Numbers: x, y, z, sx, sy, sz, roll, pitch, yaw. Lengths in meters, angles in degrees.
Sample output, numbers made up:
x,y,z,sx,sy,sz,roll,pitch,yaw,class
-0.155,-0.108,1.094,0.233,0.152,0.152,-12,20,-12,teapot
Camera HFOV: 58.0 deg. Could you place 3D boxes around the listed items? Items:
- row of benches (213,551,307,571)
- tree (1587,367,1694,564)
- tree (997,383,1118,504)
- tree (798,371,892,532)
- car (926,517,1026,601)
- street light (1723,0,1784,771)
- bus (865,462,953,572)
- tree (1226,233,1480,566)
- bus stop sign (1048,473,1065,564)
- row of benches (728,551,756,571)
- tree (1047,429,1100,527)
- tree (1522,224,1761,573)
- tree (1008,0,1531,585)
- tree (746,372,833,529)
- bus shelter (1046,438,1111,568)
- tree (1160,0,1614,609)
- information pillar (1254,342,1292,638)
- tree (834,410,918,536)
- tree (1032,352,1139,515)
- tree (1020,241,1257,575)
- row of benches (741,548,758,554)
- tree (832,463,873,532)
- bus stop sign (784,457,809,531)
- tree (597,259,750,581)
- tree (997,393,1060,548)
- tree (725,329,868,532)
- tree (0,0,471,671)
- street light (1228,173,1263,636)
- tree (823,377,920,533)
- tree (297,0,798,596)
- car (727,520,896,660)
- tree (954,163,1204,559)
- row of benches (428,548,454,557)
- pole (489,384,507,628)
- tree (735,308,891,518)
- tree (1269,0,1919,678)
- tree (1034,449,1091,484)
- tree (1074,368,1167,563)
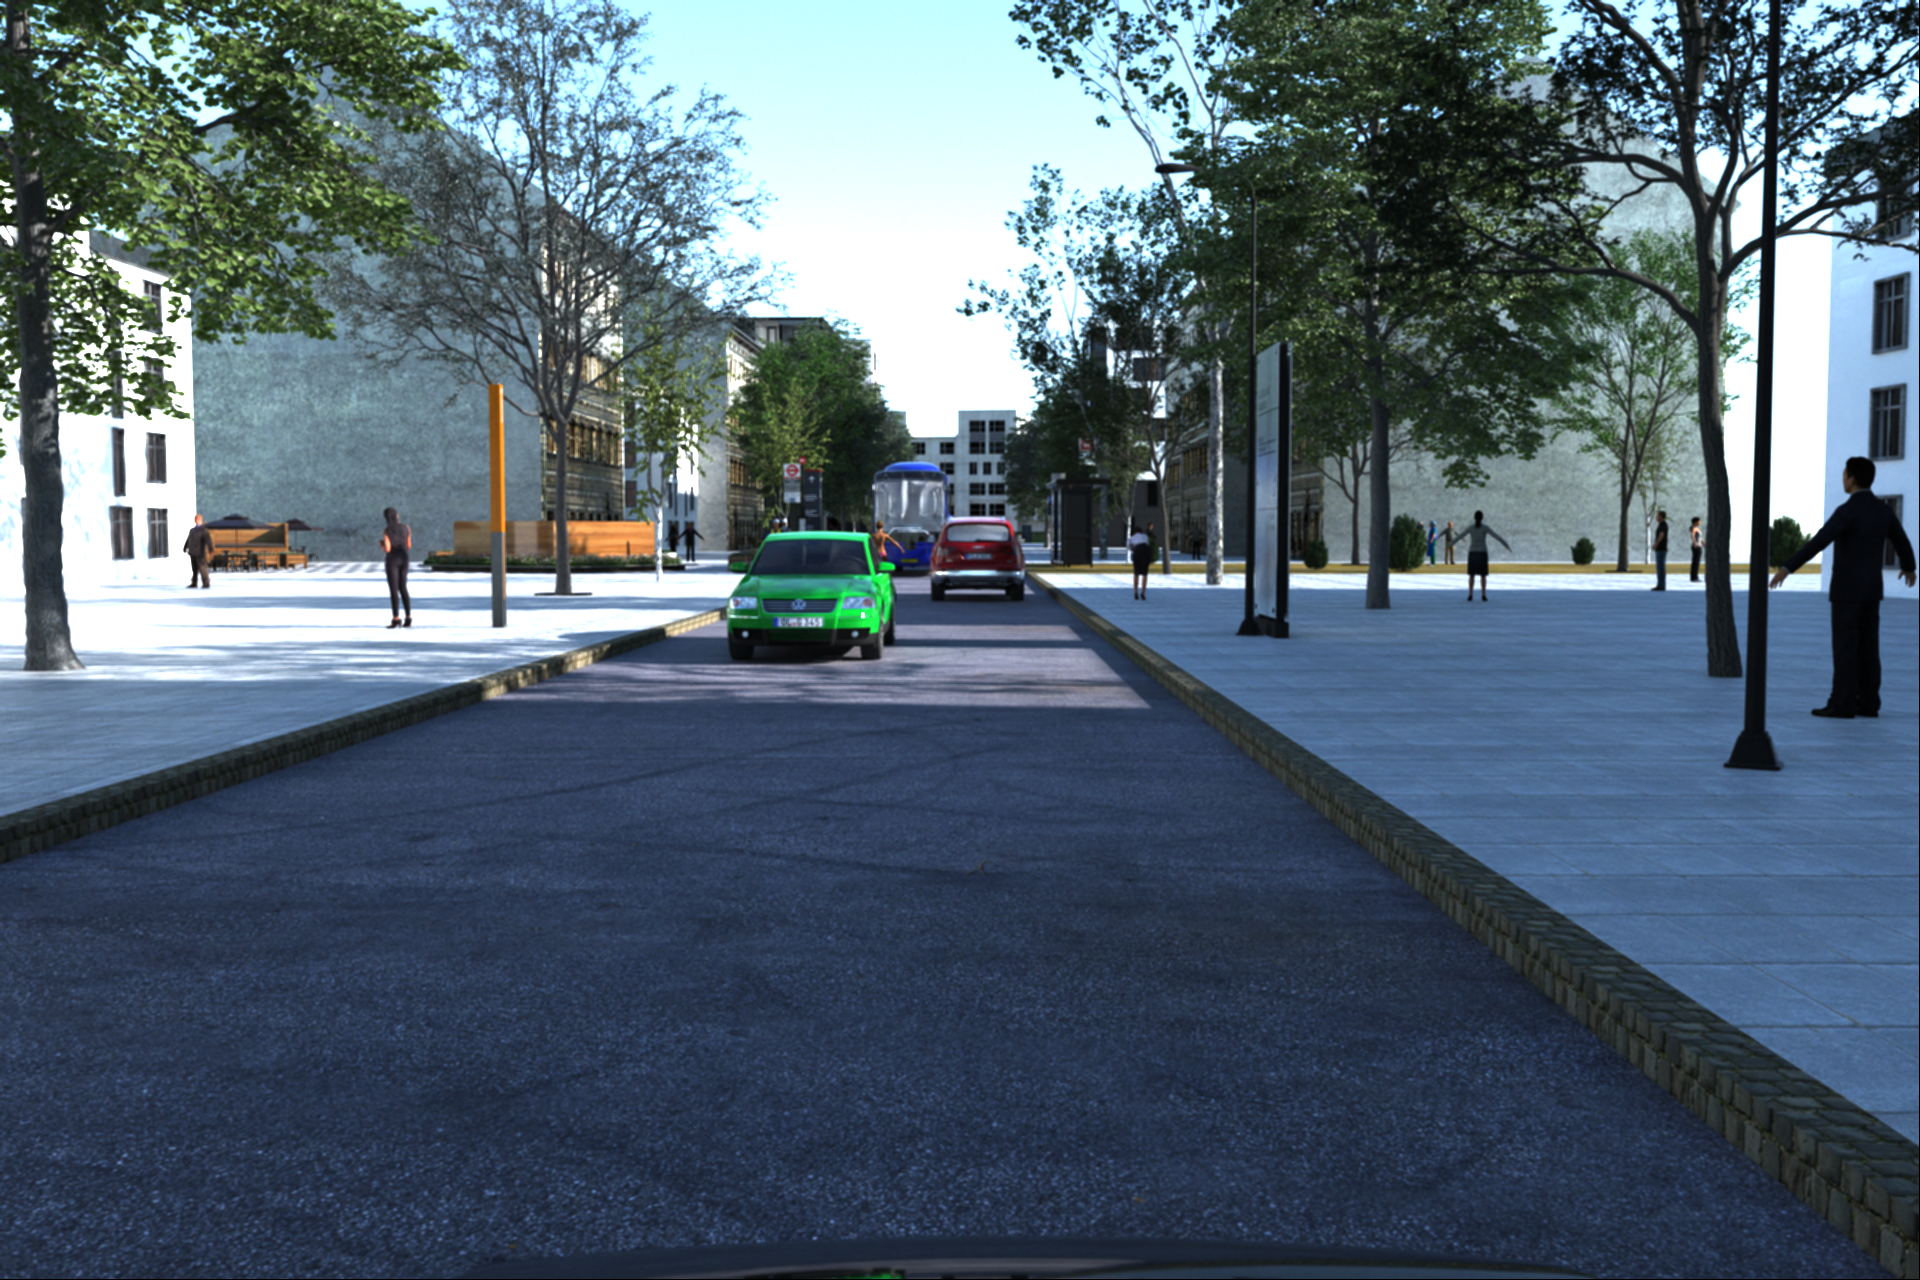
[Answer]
x,y,z,sx,sy,sz,roll,pitch,yaw,class
-25.004,-2.856,62.162,1.422,0.672,4.104,1,4,21,row of benches
29.650,-7.563,74.012,4.360,8.622,3.978,0,3,0,tree
7.891,-13.879,137.286,12.009,13.543,11.850,0,3,0,tree
-8.071,-12.088,115.764,7.486,12.596,7.792,0,3,0,tree
0.366,-1.845,38.840,2.281,1.827,5.304,0,4,0,car
4.922,-2.252,9.363,1.470,5.913,1.316,0,4,1,street light
-1.650,-4.366,62.928,2.896,3.916,12.251,0,4,0,bus
16.138,-9.813,70.807,12.009,13.543,11.850,0,3,0,tree
4.251,-5.268,75.140,0.837,3.901,0.837,0,4,0,bus stop sign
-7.711,-2.808,61.370,1.422,0.672,4.104,0,4,-2,row of benches
7.683,-10.219,117.448,4.737,8.622,4.395,0,3,0,tree
22.444,-8.076,57.798,9.928,11.665,9.643,0,3,0,tree
7.717,-11.417,42.561,12.611,20.169,13.585,0,3,0,tree
-7.965,-7.897,79.484,4.737,8.622,4.395,0,3,0,tree
4.646,-5.648,69.968,2.179,5.291,8.768,0,4,-1,bus shelter
6.889,-6.827,29.741,7.486,12.596,7.792,0,3,0,tree
3.971,-1.878,22.018,0.184,3.620,1.656,0,4,1,information pillar
-8.145,-15.208,155.310,9.857,13.997,8.962,0,3,0,tree
8.059,-11.645,108.520,7.486,12.596,7.792,0,3,0,tree
6.414,-7.375,55.000,8.767,10.594,7.601,-2,4,-35,tree
-7.813,-3.551,73.529,1.422,0.672,4.104,-3,5,-44,row of benches
-7.535,-10.662,124.681,4.360,8.622,3.978,0,3,0,tree
-5.656,-4.355,59.902,0.855,3.939,0.416,0,4,2,bus stop sign
-8.121,-5.937,47.436,4.737,8.622,4.395,0,3,0,tree
7.988,-15.304,156.882,9.857,13.997,8.962,0,3,0,tree
-8.198,-9.886,87.386,9.928,11.665,9.643,0,3,0,tree
-8.442,-5.963,15.627,7.486,12.596,7.792,0,3,0,tree
4.215,-3.013,21.807,1.470,5.913,1.316,0,4,0,street light
-7.902,-13.794,135.904,12.009,13.543,11.850,0,3,0,tree
-8.383,-7.683,35.994,12.009,13.543,11.850,0,3,0,tree
-1.742,-0.756,21.156,1.959,1.807,4.718,0,4,0,car
6.478,-14.257,88.993,12.611,20.169,13.585,0,3,0,tree
-21.125,-3.647,75.095,1.422,0.672,4.104,3,4,38,row of benches
-6.325,-1.826,23.694,0.158,3.312,0.155,0,3,0,pole
-8.653,-11.761,98.945,9.857,13.997,8.962,0,3,0,tree
6.624,-4.960,15.502,7.601,10.594,8.767,2,4,35,tree
7.179,-10.859,127.903,4.360,8.622,3.978,0,3,0,tree
7.570,-7.731,76.767,4.360,8.622,3.978,0,3,0,tree
